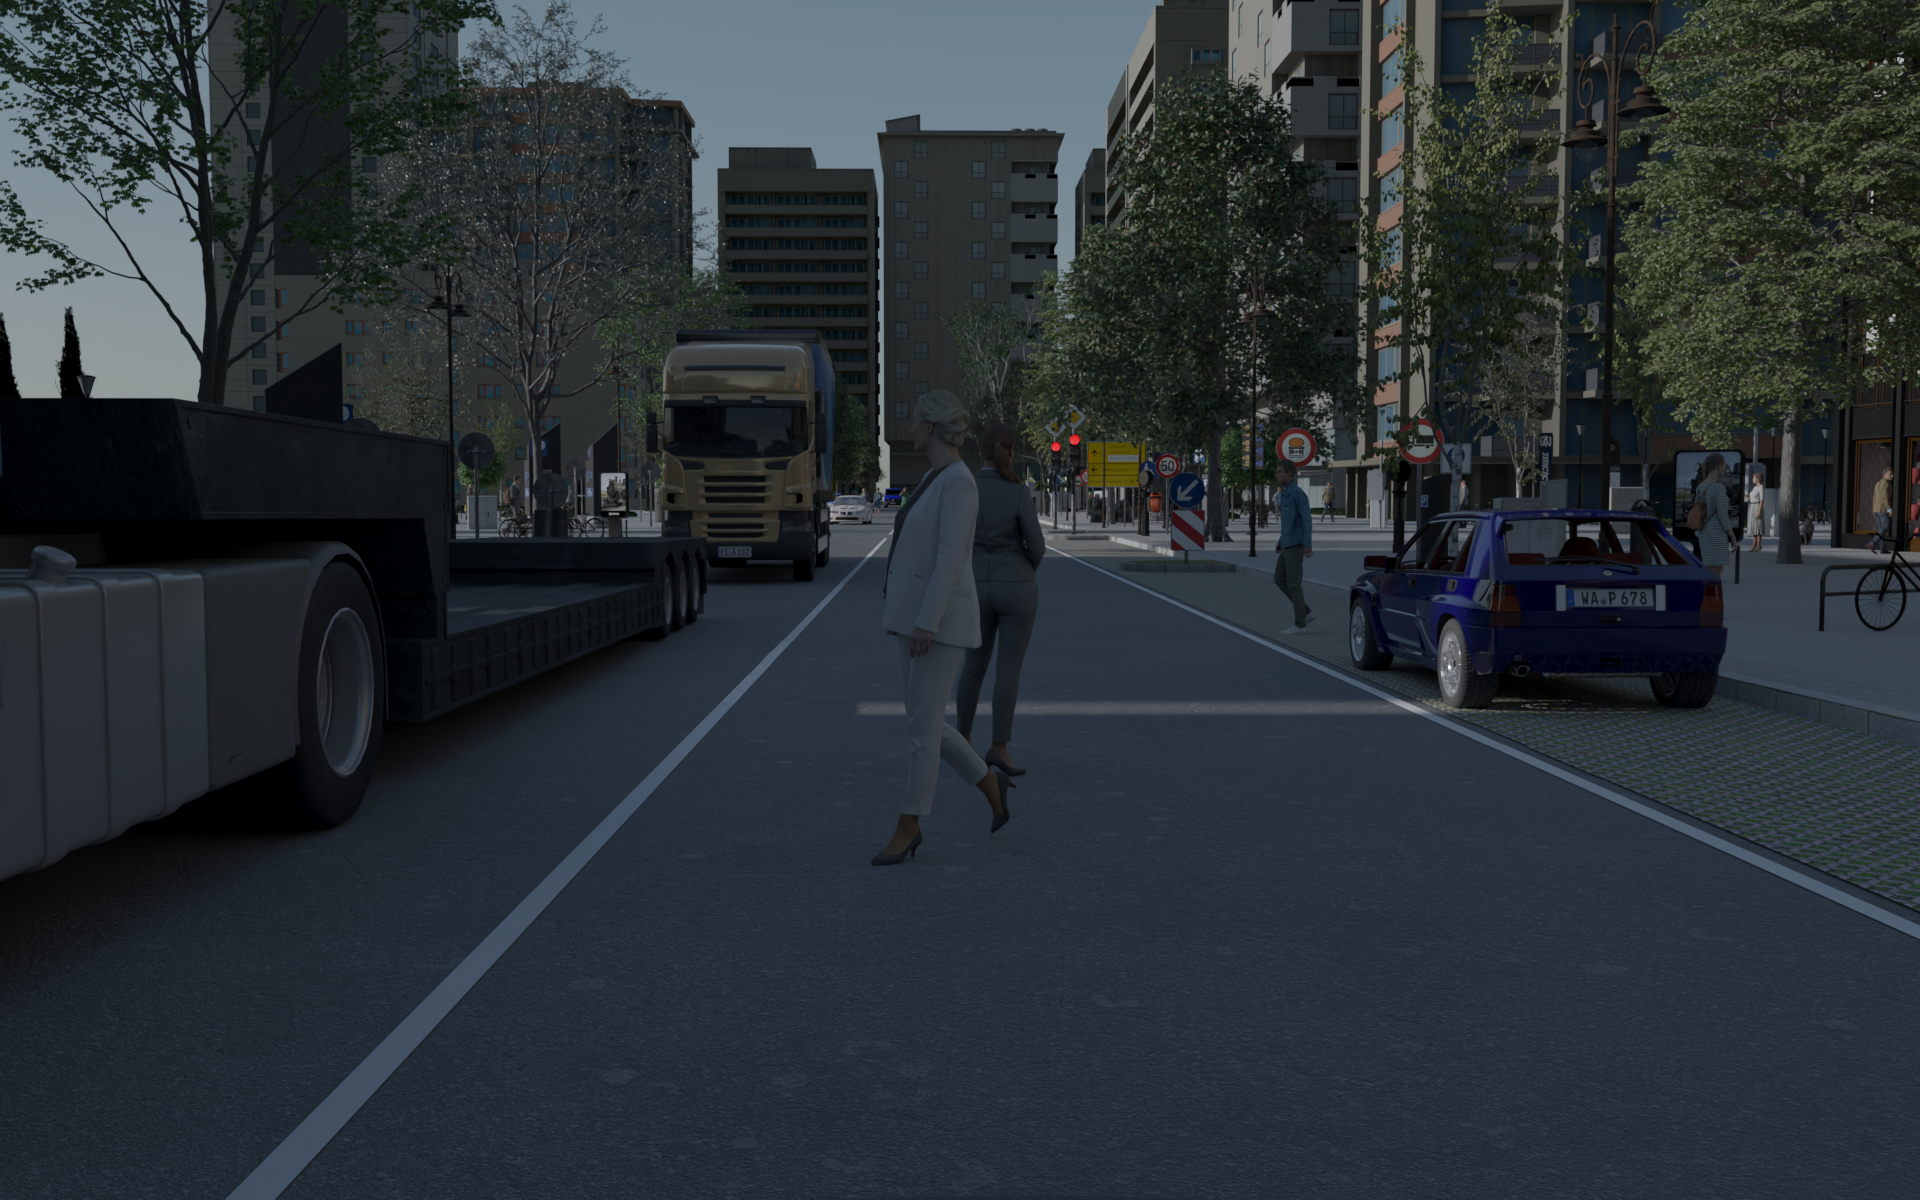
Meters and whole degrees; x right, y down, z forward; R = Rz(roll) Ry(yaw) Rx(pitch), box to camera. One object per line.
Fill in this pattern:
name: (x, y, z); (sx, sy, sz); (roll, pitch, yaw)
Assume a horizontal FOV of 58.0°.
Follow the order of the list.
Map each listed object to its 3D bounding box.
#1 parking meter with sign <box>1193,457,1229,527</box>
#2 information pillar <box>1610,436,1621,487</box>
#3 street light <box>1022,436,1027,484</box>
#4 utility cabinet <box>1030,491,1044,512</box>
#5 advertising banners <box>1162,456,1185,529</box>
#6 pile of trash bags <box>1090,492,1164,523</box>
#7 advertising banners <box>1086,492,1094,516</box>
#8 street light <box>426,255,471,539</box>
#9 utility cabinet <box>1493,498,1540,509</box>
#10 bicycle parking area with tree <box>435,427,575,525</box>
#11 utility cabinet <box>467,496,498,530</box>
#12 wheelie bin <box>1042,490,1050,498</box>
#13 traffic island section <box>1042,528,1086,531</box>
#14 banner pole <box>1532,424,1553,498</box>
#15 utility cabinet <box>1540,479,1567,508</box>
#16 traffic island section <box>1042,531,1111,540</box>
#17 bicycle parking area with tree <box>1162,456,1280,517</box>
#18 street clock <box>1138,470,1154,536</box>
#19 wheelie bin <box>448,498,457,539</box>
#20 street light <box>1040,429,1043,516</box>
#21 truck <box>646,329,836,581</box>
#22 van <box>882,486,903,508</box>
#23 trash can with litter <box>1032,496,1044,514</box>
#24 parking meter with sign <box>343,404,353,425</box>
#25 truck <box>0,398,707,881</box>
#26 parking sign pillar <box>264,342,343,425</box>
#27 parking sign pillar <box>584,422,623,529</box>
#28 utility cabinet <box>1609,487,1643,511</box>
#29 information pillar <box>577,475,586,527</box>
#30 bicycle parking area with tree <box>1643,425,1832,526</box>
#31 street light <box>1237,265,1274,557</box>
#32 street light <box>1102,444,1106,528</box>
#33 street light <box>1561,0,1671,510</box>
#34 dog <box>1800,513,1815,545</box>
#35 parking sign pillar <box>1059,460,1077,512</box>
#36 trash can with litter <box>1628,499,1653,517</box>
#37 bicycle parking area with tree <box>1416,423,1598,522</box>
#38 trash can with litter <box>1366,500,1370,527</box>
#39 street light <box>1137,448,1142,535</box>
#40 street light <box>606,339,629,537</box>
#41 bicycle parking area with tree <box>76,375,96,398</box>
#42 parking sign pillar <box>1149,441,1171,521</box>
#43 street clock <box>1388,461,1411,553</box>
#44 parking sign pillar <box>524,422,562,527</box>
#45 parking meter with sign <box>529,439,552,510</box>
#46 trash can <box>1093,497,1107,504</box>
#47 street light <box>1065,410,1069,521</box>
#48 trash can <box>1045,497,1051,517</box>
parking meter with sign: (9.815, -4.354, 67.443); (0.543, 3.016, 1.738); (3, 5, 44)
information pillar: (25.155, -4.610, 66.724); (0.504, 3.616, 0.183); (0, 4, 3)
street light: (4.438, -8.958, 119.254); (0.468, 5.910, 1.993); (0, 4, -1)
utility cabinet: (5.358, -6.946, 122.241); (1.173, 1.500, 0.318); (-2, 4, -28)
advertising banners: (8.050, -4.197, 64.814); (0.090, 3.025, 2.074); (2, 4, 32)
pile of trash bags: (7.417, -4.149, 77.588); (3.447, 1.369, 1.912); (1, 4, 18)
advertising banners: (8.061, -6.424, 101.224); (0.090, 3.025, 2.074); (-2, 4, -35)
street light: (-9.901, -3.725, 33.697); (0.468, 5.910, 1.993); (0, 4, -1)
utility cabinet: (10.128, -1.229, 31.249); (1.020, 1.237, 0.306); (-1, 4, -16)
bicycle parking area with tree: (-20.338, -5.460, 76.278); (8.231, 4.147, 9.016); (-2, 4, -24)
utility cabinet: (-17.355, -3.167, 62.942); (1.020, 1.237, 0.306); (-1, 4, -22)
wheelie bin: (6.001, -7.067, 123.455); (0.980, 1.594, 0.693); (2, 4, 35)
traffic island section: (3.462, -2.469, 62.653); (2.009, 0.180, 2.903); (0, 4, -1)
banner pole: (20.838, -4.412, 62.161); (0.863, 3.779, 0.401); (0, 4, 8)
utility cabinet: (8.718, -1.030, 25.523); (0.318, 1.500, 1.173); (1, 4, 15)
traffic island section: (3.607, -1.981, 54.669); (2.009, 0.180, 2.903); (0, 4, -1)
bicycle parking area with tree: (15.509, -7.028, 101.905); (9.016, 4.147, 8.231); (2, 4, 26)
street clock: (5.658, -2.950, 52.810); (0.358, 2.002, 0.471); (-3, 4, -37)
wheelie bin: (-13.110, -2.170, 43.388); (0.693, 1.594, 0.980); (3, 5, 42)
street light: (4.744, -7.851, 101.149); (0.468, 5.910, 1.993); (0, 4, -1)
truck: (-3.698, -2.627, 31.862); (2.839, 4.237, 11.283); (0, 4, -2)
van: (-6.737, -10.547, 176.823); (2.240, 2.365, 5.245); (0, 4, 0)
trash can with litter: (5.129, -6.309, 114.213); (2.233, 1.210, 1.678); (0, 4, 7)
parking meter with sign: (-11.822, -2.225, 32.645); (0.543, 3.016, 1.738); (-1, 4, -11)
truck: (-3.900, -1.263, 10.403); (2.967, 4.110, 18.799); (0, 4, -1)
parking sign pillar: (-11.600, -2.577, 30.606); (1.447, 3.967, 1.447); (-2, 4, -31)
parking sign pillar: (-13.352, -4.658, 64.637); (1.447, 3.967, 1.447); (2, 4, 34)
utility cabinet: (21.120, -2.823, 54.836); (1.173, 1.500, 0.318); (0, 4, -4)
information pillar: (-14.883, -3.880, 67.927); (0.304, 2.012, 0.304); (1, 4, 17)
bicycle parking area with tree: (31.300, -5.219, 72.334); (8.231, 4.147, 9.016); (1, 4, 17)
street light: (5.977, -3.817, 35.192); (0.468, 5.910, 1.993); (0, 4, -1)
street light: (5.405, -5.636, 64.941); (0.468, 5.910, 1.993); (0, 4, -1)
street light: (6.311, -2.694, 16.838); (0.468, 5.910, 1.993); (0, 4, -1)
dog: (21.496, -1.800, 43.806); (0.800, 0.831, 0.513); (-3, 5, -42)
parking sign pillar: (7.936, -8.452, 126.664); (1.447, 3.967, 1.447); (0, 4, 3)
trash can with litter: (8.760, -0.728, 22.962); (1.678, 1.210, 2.233); (3, 5, 45)
bicycle parking area with tree: (22.696, -5.132, 70.915); (8.231, 4.147, 9.016); (1, 4, 21)
trash can with litter: (15.821, -3.349, 66.143); (0.624, 1.170, 1.055); (1, 4, 13)
street light: (5.640, -4.981, 54.227); (0.468, 5.910, 1.993); (0, 4, -1)
street light: (-10.194, -4.833, 51.802); (0.468, 5.910, 1.993); (0, 4, -1)
bicycle parking area with tree: (-21.169, -3.196, 39.250); (9.016, 4.147, 8.231); (1, 4, 19)
parking sign pillar: (9.371, -5.741, 82.330); (1.447, 3.967, 1.447); (1, 4, 10)
street clock: (9.516, -2.015, 37.516); (0.471, 2.002, 0.358); (-2, 4, -31)
parking sign pillar: (-15.619, -4.671, 64.837); (1.447, 3.967, 1.447); (-3, 5, -39)
parking meter with sign: (-13.060, -3.544, 54.209); (0.543, 3.016, 1.738); (-1, 4, -22)
trash can: (7.018, -4.610, 87.027); (0.748, 1.137, 0.748); (0, 3, 0)
street light: (5.156, -6.744, 83.047); (0.468, 5.910, 1.993); (0, 4, -1)
trash can: (5.130, -5.287, 98.103); (0.748, 1.137, 0.748); (0, 3, 0)
